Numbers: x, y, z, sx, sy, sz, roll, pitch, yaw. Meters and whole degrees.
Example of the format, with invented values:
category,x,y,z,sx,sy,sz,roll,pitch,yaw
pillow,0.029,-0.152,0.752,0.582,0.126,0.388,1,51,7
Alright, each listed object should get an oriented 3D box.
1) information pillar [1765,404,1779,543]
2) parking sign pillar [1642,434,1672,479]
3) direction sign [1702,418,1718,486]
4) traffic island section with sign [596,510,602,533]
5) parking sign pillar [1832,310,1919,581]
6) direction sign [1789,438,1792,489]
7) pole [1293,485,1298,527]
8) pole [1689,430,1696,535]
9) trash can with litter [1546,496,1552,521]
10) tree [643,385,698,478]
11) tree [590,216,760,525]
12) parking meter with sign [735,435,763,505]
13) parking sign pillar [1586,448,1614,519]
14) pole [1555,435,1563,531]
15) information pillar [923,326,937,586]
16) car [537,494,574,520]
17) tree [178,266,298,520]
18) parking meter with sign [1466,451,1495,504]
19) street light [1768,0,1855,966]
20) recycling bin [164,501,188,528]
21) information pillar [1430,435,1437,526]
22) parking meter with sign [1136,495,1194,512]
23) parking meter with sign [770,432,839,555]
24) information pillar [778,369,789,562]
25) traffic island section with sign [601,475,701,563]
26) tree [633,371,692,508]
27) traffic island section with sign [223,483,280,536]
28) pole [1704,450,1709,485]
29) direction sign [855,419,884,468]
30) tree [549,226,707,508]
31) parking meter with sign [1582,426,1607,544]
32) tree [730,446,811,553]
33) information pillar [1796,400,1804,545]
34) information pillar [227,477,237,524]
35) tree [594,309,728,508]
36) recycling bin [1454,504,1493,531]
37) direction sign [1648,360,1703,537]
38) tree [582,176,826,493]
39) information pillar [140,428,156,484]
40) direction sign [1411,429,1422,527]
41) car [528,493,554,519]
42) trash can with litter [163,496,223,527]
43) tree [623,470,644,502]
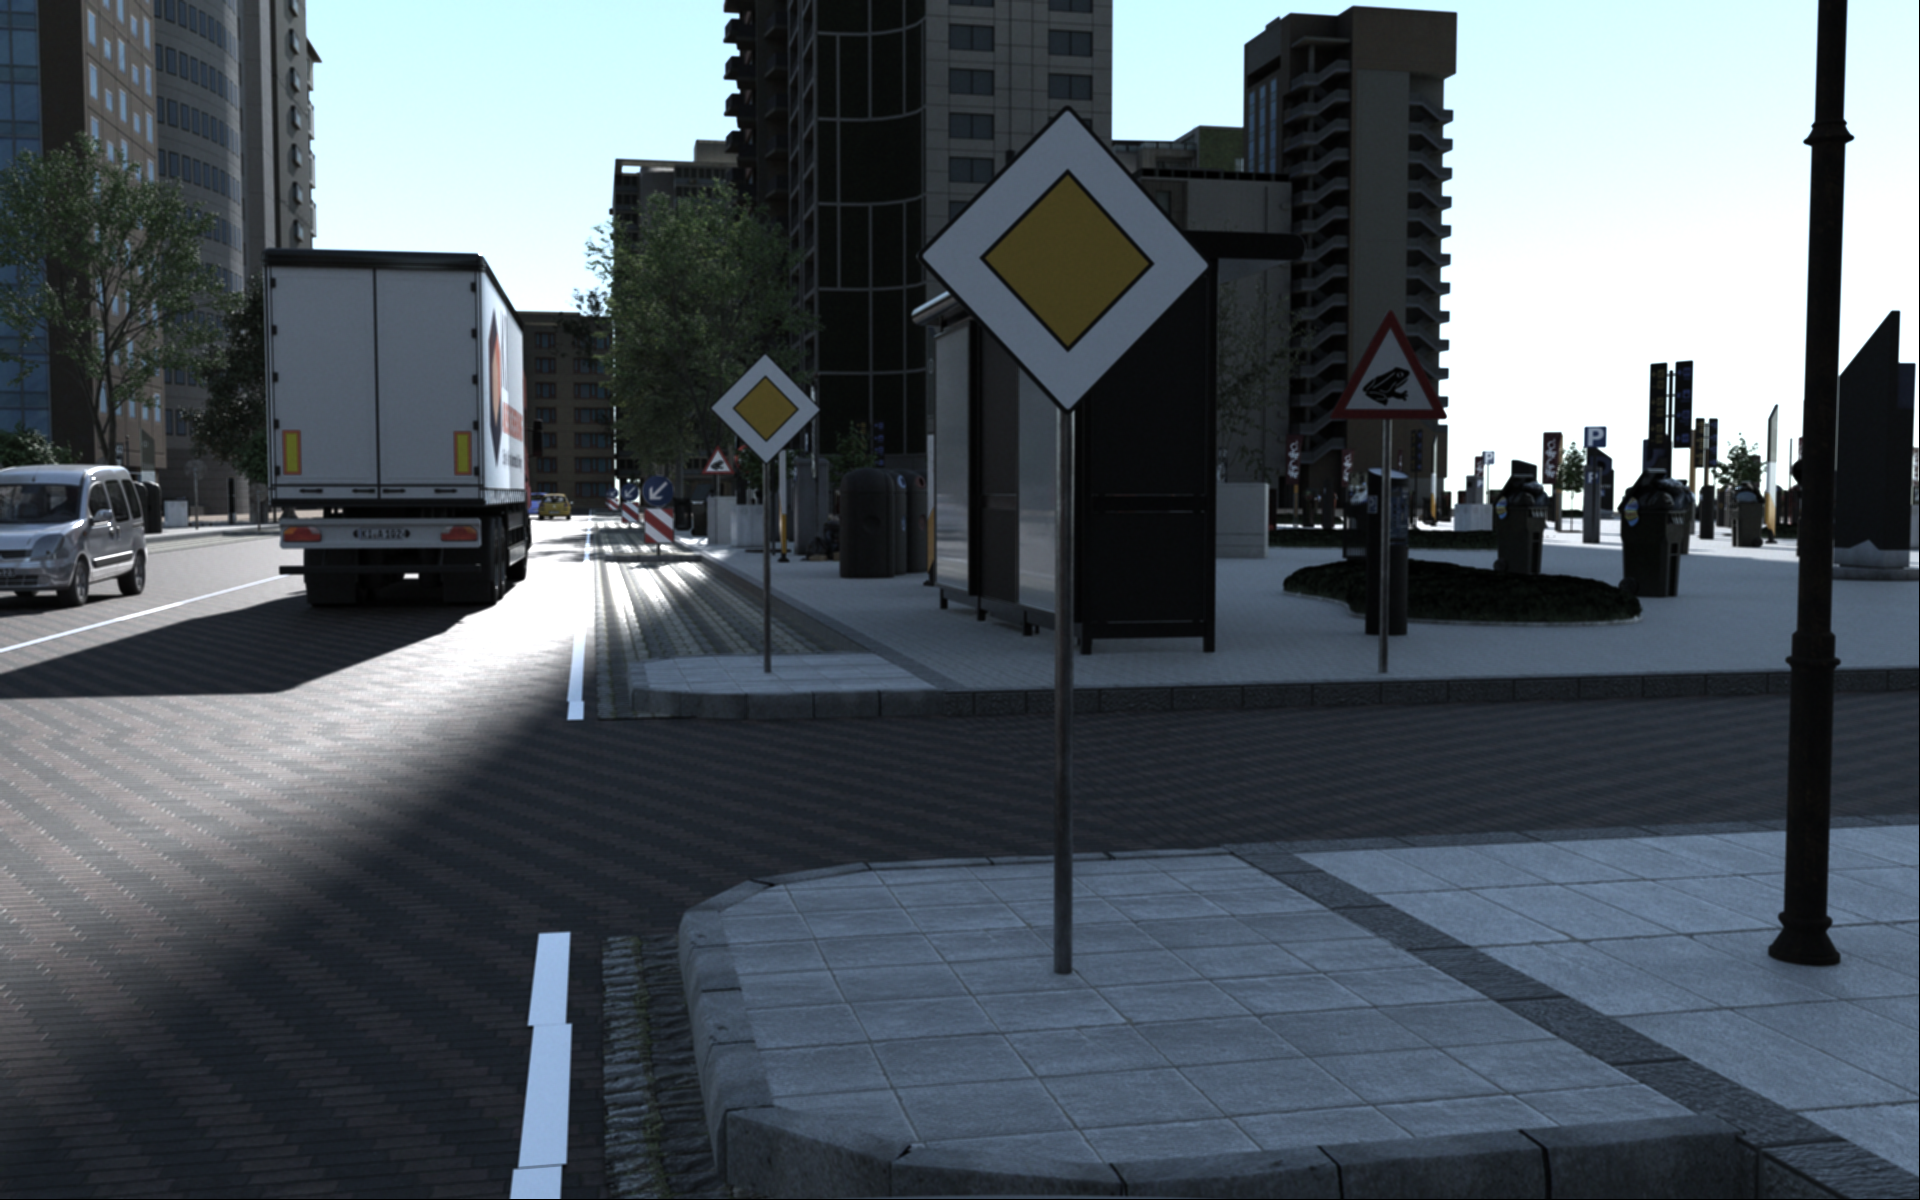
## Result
category,x,y,z,sx,sy,sz,roll,pitch,yaw
information pillar,21.070,-3.278,44.952,0.504,3.616,0.183,-3,5,-44
parking sign pillar,24.443,-4.421,60.756,1.447,3.967,1.447,0,4,-6
direction sign,22.193,-3.643,51.567,0.876,3.537,0.379,-2,4,-24
traffic island section with sign,-12.288,-3.378,63.852,1.989,1.847,2.006,-1,4,-12
parking sign pillar,13.796,-2.304,26.139,1.447,3.967,1.447,0,4,-4
direction sign,33.477,-4.762,69.856,0.379,3.537,0.876,1,4,22
pole,12.991,-4.471,66.949,0.158,3.312,0.155,0,3,0
pole,23.195,-3.731,54.843,0.158,3.312,0.155,0,3,0
trash can with litter,27.986,-4.311,81.870,0.624,1.170,1.055,2,4,35
tree,-18.426,-9.716,109.218,4.360,8.622,3.978,0,3,0
tree,-11.287,-9.332,70.703,7.486,12.596,7.792,0,3,0
parking meter with sign,-5.146,-3.078,46.583,1.738,3.016,0.543,-1,4,-11
parking sign pillar,32.813,-6.136,88.792,1.447,3.967,1.447,0,4,-2
pole,20.534,-4.007,59.352,0.158,3.312,0.155,0,3,0
information pillar,-0.333,-2.000,24.061,0.183,3.616,0.504,-1,4,-23
car,-22.568,-5.276,96.494,2.015,1.641,3.980,-1,4,-12
tree,-33.537,-10.329,85.880,9.611,12.733,9.660,0,3,0
parking meter with sign,21.071,-4.562,70.846,0.543,3.016,1.738,-1,4,-20
street light,2.336,-1.947,4.615,0.468,5.910,1.993,-1,4,-12
recycling bin,-29.734,-3.250,65.695,0.722,1.027,0.722,-2,4,-34
information pillar,18.902,-4.754,69.082,0.183,3.616,0.504,2,4,29
parking meter with sign,3.824,-2.330,34.356,1.738,3.016,0.543,1,4,9
parking meter with sign,-3.116,-2.457,36.439,1.738,3.016,0.543,-1,4,-17
information pillar,-3.351,-2.529,32.698,0.183,3.616,0.504,-1,4,-12
traffic island section with sign,-6.574,-1.734,36.985,1.989,1.847,2.006,-1,4,-12
tree,-16.695,-8.954,96.763,4.737,8.622,4.395,0,3,0
traffic island section with sign,-24.442,-3.161,60.303,1.989,1.847,2.006,-1,4,-12
pole,34.312,-5.247,79.634,0.158,3.312,0.155,0,3,0
direction sign,-2.708,-3.681,52.184,0.876,3.537,0.379,-1,4,-14
tree,-23.460,-16.477,125.288,12.611,20.169,13.585,0,3,0
parking meter with sign,16.594,-3.005,45.396,0.543,3.016,1.738,1,4,18
tree,-4.369,-2.679,38.408,1.663,3.219,1.824,0,3,0
information pillar,21.053,-3.154,42.915,0.183,3.616,0.504,-1,4,-21
information pillar,-31.335,-4.284,74.533,0.304,2.012,0.304,-1,4,-16
tree,-13.630,-9.001,81.573,7.601,10.594,8.767,-1,4,-13
recycling bin,13.379,-1.994,45.154,0.722,1.027,0.722,-1,4,-18
direction sign,12.174,-2.308,29.739,0.379,3.537,0.876,-2,4,-27
tree,-8.382,-8.099,58.179,9.928,11.665,9.643,0,3,0
information pillar,-28.970,-4.308,61.790,0.183,3.616,0.504,3,4,38
direction sign,16.003,-4.207,60.774,0.379,3.537,0.876,-1,4,-9
car,-24.963,-5.694,102.686,1.945,1.707,3.694,-1,4,-12
trash can with litter,-30.385,-3.518,68.572,2.233,1.210,1.678,-2,4,-28
tree,-25.953,-8.727,137.286,1.663,3.219,1.824,0,3,0
